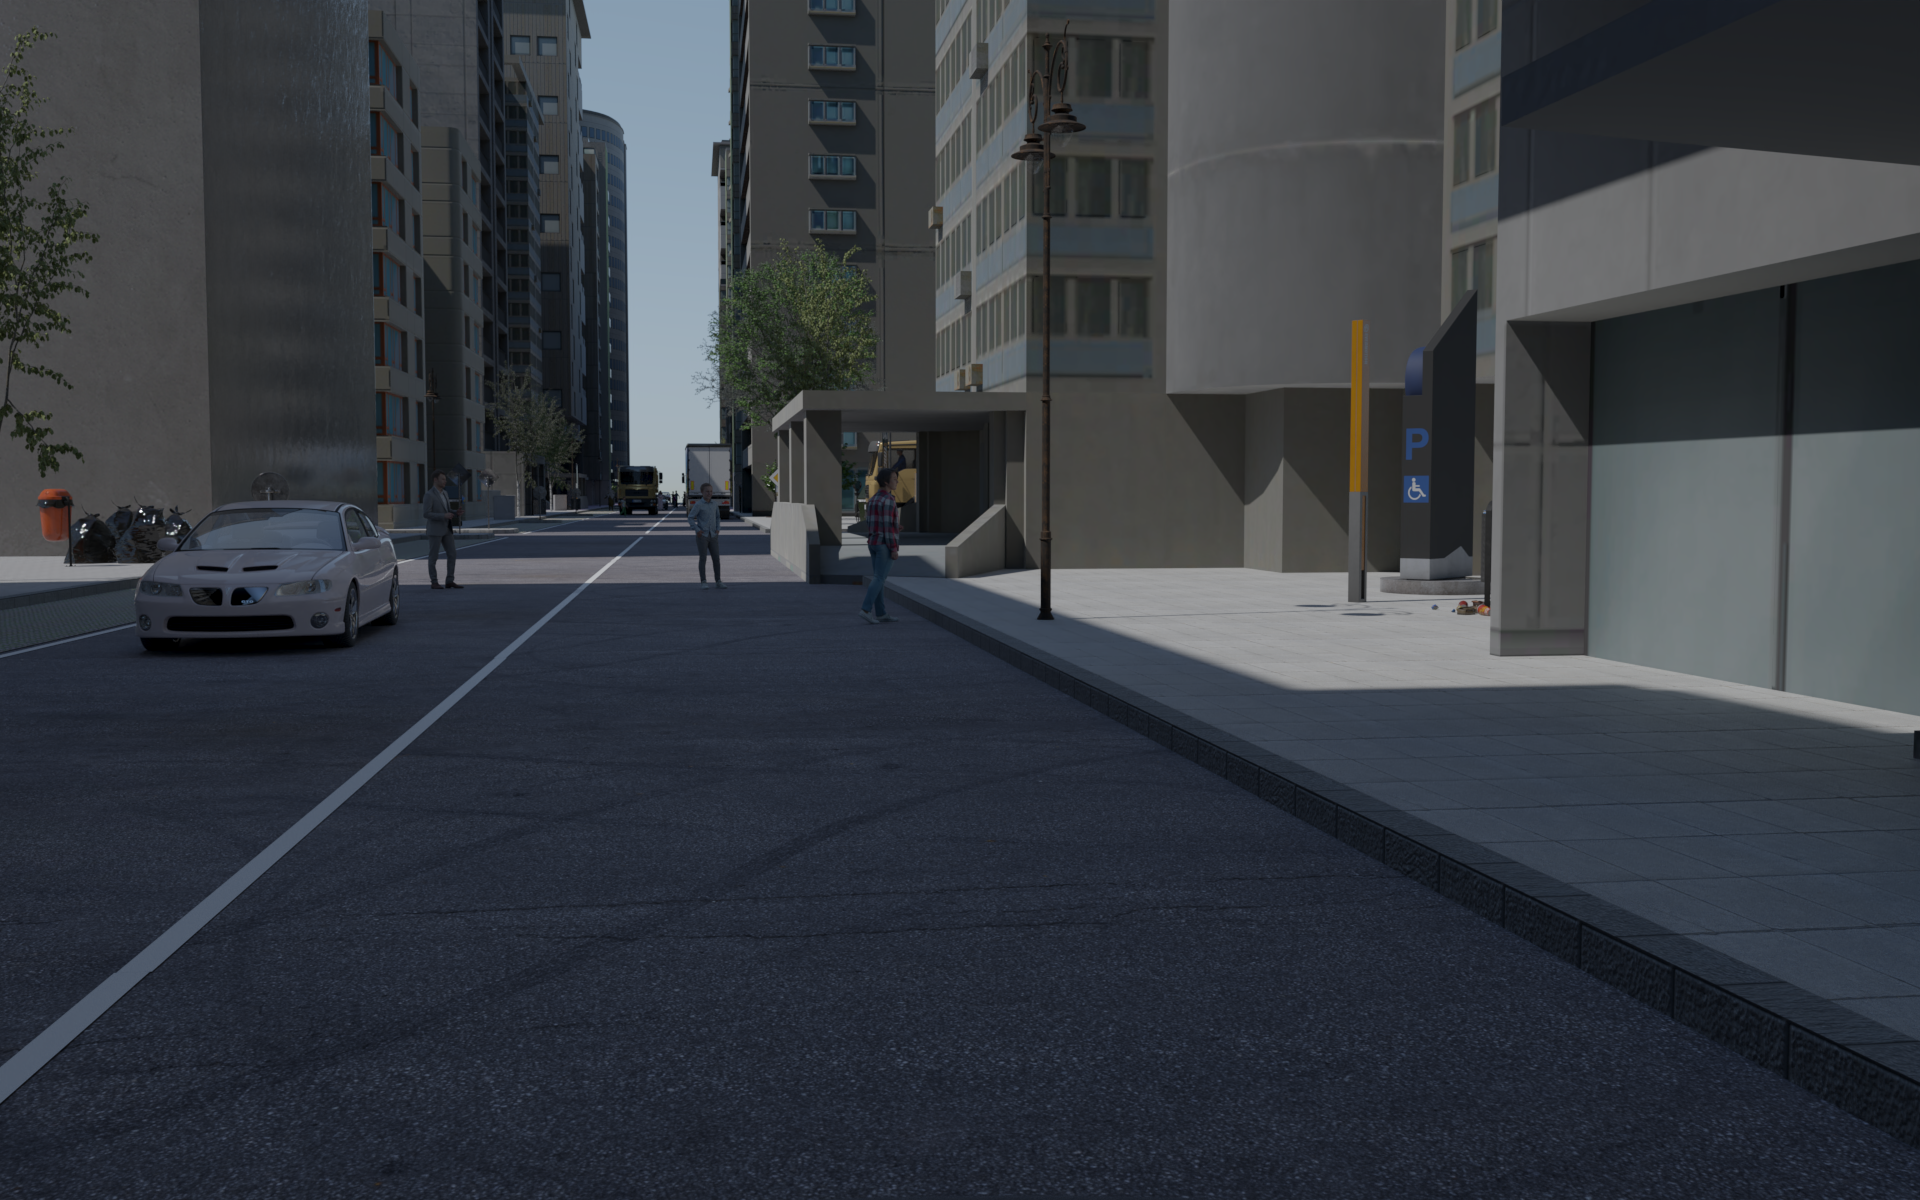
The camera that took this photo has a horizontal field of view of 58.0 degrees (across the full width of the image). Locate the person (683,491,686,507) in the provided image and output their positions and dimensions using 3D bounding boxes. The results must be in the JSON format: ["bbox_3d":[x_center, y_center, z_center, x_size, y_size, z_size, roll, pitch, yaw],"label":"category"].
[{"bbox_3d":[-30.401,-11.181,191.830,0.721,1.766,1.217,0,4,2],"label":"person"}]

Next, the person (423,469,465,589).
[{"bbox_3d":[-7.774,-1.065,26.119,0.583,1.804,0.606,1,4,14],"label":"person"}]

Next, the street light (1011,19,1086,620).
[{"bbox_3d":[0.875,-2.736,17.527,0.468,5.910,1.993,-1,4,-9],"label":"street light"}]

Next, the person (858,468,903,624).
[{"bbox_3d":[-0.893,-0.610,19.307,0.643,1.720,0.563,-2,4,-24],"label":"person"}]

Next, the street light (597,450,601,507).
[{"bbox_3d":[-37.096,-12.569,178.291,0.468,5.910,1.993,-1,4,-9],"label":"street light"}]

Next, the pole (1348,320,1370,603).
[{"bbox_3d":[4.711,-1.627,20.438,0.158,3.312,0.155,0,3,0],"label":"pole"}]

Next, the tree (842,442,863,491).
[{"bbox_3d":[-4.036,-3.646,54.217,1.663,3.219,1.824,0,3,0],"label":"tree"}]

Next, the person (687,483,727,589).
[{"bbox_3d":[-3.824,-0.971,26.189,0.589,1.601,0.330,-2,4,-31],"label":"person"}]

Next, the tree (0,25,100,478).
[{"bbox_3d":[-14.447,-4.573,25.130,4.737,8.622,4.395,0,3,0],"label":"tree"}]

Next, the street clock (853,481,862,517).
[{"bbox_3d":[-5.634,-5.522,94.858,0.471,2.002,0.358,-3,5,-43],"label":"street clock"}]

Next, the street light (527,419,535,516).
[{"bbox_3d":[-25.540,-7.985,103.347,0.468,5.910,1.993,-1,4,-9],"label":"street light"}]

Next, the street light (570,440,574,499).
[{"bbox_3d":[-31.048,-10.155,138.819,0.468,5.910,1.993,-1,4,-9],"label":"street light"}]

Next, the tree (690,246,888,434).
[{"bbox_3d":[-8.475,-10.744,86.040,12.009,13.543,11.850,0,3,0],"label":"tree"}]

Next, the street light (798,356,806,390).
[{"bbox_3d":[-5.040,-5.130,56.663,0.468,5.910,1.993,-1,4,-9],"label":"street light"}]

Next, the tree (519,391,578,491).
[{"bbox_3d":[-29.381,-10.516,122.294,4.737,8.622,4.395,0,3,0],"label":"tree"}]

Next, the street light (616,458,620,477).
[{"bbox_3d":[-43.764,-15.212,221.506,0.468,5.910,1.993,-1,4,-9],"label":"street light"}]

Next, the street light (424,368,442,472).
[{"bbox_3d":[-19.307,-5.554,63.595,0.468,5.910,1.993,-1,4,-9],"label":"street light"}]

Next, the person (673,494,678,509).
[{"bbox_3d":[-28.126,-9.745,171.052,0.599,1.433,0.991,-3,4,-36],"label":"person"}]

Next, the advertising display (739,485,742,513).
[{"bbox_3d":[-14.933,-6.882,117.741,0.123,1.923,0.974,0,4,-5],"label":"advertising display"}]

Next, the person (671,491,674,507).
[{"bbox_3d":[-32.168,-11.371,194.950,0.750,1.759,0.617,2,4,32],"label":"person"}]

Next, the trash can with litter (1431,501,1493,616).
[{"bbox_3d":[6.013,-0.478,18.866,1.678,1.210,2.233,2,4,30],"label":"trash can with litter"}]

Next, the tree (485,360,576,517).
[{"bbox_3d":[-24.364,-8.926,96.307,4.360,8.622,3.978,0,3,0],"label":"tree"}]

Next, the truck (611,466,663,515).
[{"bbox_3d":[-22.332,-7.610,120.352,3.469,3.379,9.791,-1,4,-9],"label":"truck"}]

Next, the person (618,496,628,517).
[{"bbox_3d":[-20.715,-5.734,106.491,0.590,1.304,0.306,0,4,1],"label":"person"}]

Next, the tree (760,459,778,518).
[{"bbox_3d":[-9.990,-6.119,94.653,1.663,3.219,1.824,0,3,0],"label":"tree"}]

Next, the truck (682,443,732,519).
[{"bbox_3d":[-14.774,-6.866,101.174,2.839,4.237,11.283,-1,4,-10],"label":"truck"}]

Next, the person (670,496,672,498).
[{"bbox_3d":[-46.389,-16.415,280.137,1.065,1.426,0.557,-1,4,-12],"label":"person"}]

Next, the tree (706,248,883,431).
[{"bbox_3d":[-6.897,-8.969,72.394,9.928,11.665,9.643,0,3,0],"label":"tree"}]

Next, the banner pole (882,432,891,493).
[{"bbox_3d":[-2.300,-3.963,54.815,0.401,3.779,0.863,1,4,22],"label":"banner pole"}]

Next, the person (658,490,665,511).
[{"bbox_3d":[-25.800,-8.565,149.209,0.621,1.740,0.551,1,4,22],"label":"person"}]

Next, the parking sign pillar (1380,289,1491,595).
[{"bbox_3d":[6.230,-2.083,22.526,1.447,3.967,1.447,3,5,40],"label":"parking sign pillar"}]

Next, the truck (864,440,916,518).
[{"bbox_3d":[0.638,-4.074,62.527,9.791,3.379,3.469,0,4,-7],"label":"truck"}]

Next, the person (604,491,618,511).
[{"bbox_3d":[-30.096,-8.572,149.383,1.217,1.736,0.721,0,4,-6],"label":"person"}]

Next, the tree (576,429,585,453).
[{"bbox_3d":[-30.096,-10.867,128.040,4.360,8.622,3.978,0,3,0],"label":"tree"}]

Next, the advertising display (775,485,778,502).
[{"bbox_3d":[-7.817,-4.434,77.715,0.974,1.923,0.123,-1,4,-8],"label":"advertising display"}]

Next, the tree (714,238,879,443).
[{"bbox_3d":[-4.088,-6.035,49.040,4.737,8.622,4.395,0,3,0],"label":"tree"}]

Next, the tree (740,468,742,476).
[{"bbox_3d":[-14.041,-8.515,122.927,4.285,4.588,4.351,0,3,0],"label":"tree"}]

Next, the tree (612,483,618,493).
[{"bbox_3d":[-43.071,-13.366,213.136,1.663,3.219,1.824,0,3,0],"label":"tree"}]

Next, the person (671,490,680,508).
[{"bbox_3d":[-29.621,-10.532,180.682,1.348,1.826,0.705,3,5,41],"label":"person"}]
